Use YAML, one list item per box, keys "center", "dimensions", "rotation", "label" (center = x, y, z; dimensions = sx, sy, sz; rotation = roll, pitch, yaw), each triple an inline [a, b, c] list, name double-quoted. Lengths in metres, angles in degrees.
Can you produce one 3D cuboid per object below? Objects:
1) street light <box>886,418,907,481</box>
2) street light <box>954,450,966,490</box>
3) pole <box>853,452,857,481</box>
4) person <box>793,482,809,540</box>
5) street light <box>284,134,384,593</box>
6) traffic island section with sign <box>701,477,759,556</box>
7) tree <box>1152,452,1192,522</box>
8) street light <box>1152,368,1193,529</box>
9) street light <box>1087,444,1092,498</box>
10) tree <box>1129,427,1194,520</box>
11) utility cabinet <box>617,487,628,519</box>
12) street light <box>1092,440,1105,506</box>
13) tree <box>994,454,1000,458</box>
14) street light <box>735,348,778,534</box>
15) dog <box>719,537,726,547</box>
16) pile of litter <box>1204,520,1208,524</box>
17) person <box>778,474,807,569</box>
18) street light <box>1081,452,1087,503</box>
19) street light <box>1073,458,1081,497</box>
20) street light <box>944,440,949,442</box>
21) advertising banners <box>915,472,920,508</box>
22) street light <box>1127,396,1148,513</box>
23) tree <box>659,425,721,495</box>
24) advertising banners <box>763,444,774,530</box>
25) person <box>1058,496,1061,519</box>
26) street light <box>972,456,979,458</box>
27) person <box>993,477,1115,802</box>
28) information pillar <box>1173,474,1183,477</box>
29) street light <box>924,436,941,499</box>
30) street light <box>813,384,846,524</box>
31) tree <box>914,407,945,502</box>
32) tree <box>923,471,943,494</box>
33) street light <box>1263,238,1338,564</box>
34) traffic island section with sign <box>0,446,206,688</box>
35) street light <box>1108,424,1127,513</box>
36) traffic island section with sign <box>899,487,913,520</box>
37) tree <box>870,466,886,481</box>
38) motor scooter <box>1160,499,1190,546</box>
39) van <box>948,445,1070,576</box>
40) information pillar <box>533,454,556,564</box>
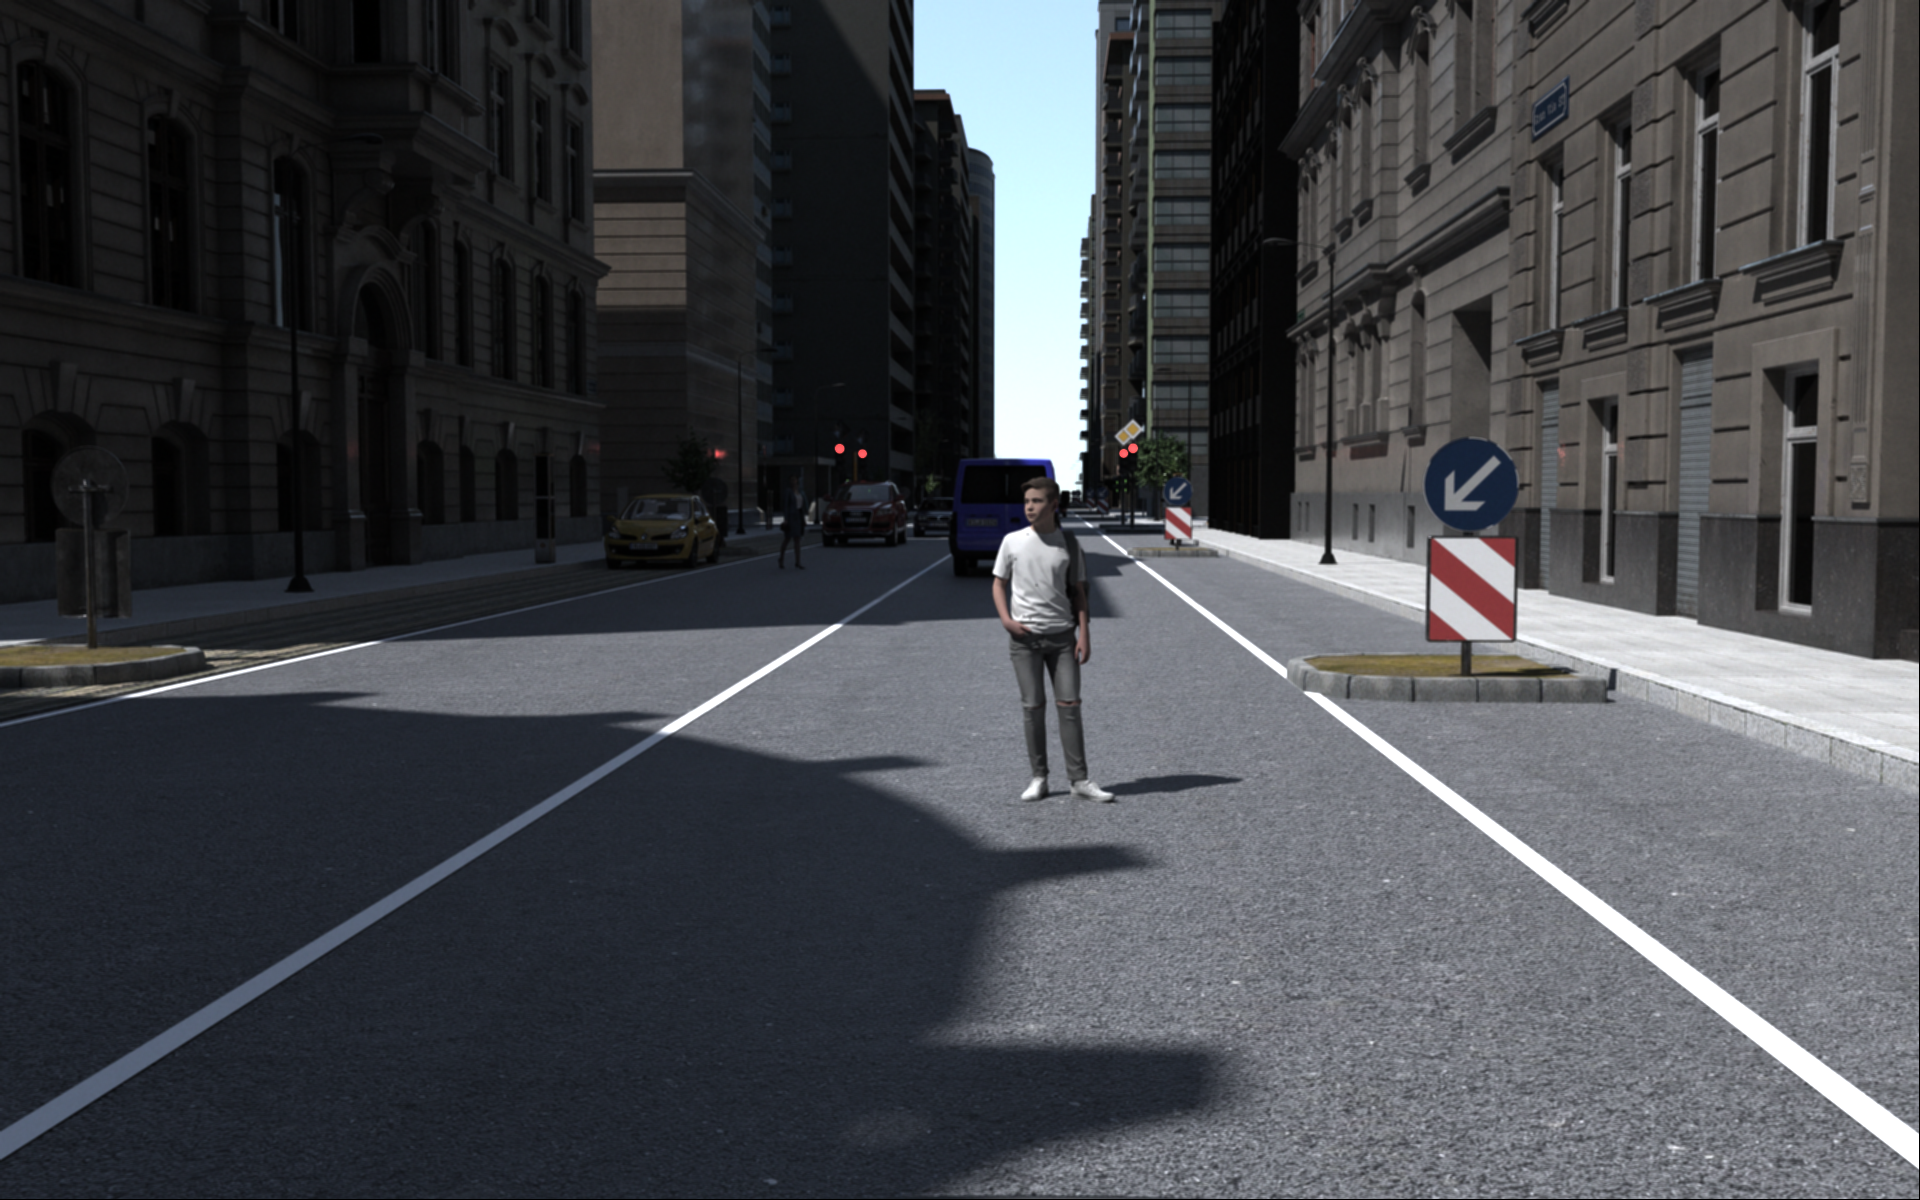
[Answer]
- center: [-3.927, -8.115, 105.220]
  dimensions: [1.470, 5.913, 1.316]
  rotation: [0, 4, 3]
  label: "street light"
- center: [-0.077, -12.796, 181.754]
  dimensions: [1.470, 5.913, 1.316]
  rotation: [0, 4, 3]
  label: "street light"
- center: [-5.034, -5.455, 83.024]
  dimensions: [0.158, 3.312, 0.155]
  rotation: [0, 3, 0]
  label: "pole"
- center: [-5.060, -2.792, 54.172]
  dimensions: [0.660, 1.820, 0.620]
  rotation: [-1, 4, -9]
  label: "person"
- center: [-8.125, -3.056, 22.509]
  dimensions: [1.470, 5.913, 1.316]
  rotation: [0, 4, 3]
  label: "street light"
- center: [-5.784, -1.953, 40.560]
  dimensions: [1.989, 1.847, 2.006]
  rotation: [0, 4, 3]
  label: "traffic island section with sign"
- center: [9.793, -5.144, 78.699]
  dimensions: [1.663, 3.219, 1.824]
  rotation: [0, 3, 0]
  label: "tree"
- center: [7.877, -5.574, 63.674]
  dimensions: [1.470, 5.913, 1.316]
  rotation: [0, 4, 3]
  label: "street light"
- center: [12.700, -11.412, 159.123]
  dimensions: [1.470, 5.913, 1.316]
  rotation: [0, 4, 3]
  label: "street light"
- center: [10.562, -6.531, 90.489]
  dimensions: [4.285, 4.588, 4.351]
  rotation: [0, 3, 0]
  label: "tree"
- center: [-9.916, -2.579, 50.842]
  dimensions: [0.318, 1.500, 1.173]
  rotation: [-1, 4, -10]
  label: "utility cabinet"
- center: [12.225, -10.708, 147.619]
  dimensions: [1.470, 5.913, 1.316]
  rotation: [0, 4, 3]
  label: "street light"
- center: [5.828, -21.874, 307.999]
  dimensions: [4.360, 8.622, 3.978]
  rotation: [0, 3, 0]
  label: "tree"
- center: [-6.481, -5.059, 55.250]
  dimensions: [1.470, 5.913, 1.316]
  rotation: [0, 4, 3]
  label: "street light"
- center: [-6.079, -1.693, 44.516]
  dimensions: [0.513, 0.831, 0.800]
  rotation: [2, 4, 34]
  label: "dog"
- center: [11.157, -3.609, 72.970]
  dimensions: [1.719, 0.858, 1.176]
  rotation: [2, 4, 25]
  label: "pile of litter"
- center: [-3.225, -1.514, 33.270]
  dimensions: [0.581, 1.822, 0.654]
  rotation: [-3, 4, -37]
  label: "person"
- center: [14.442, -13.423, 192.014]
  dimensions: [1.470, 5.913, 1.316]
  rotation: [0, 4, 3]
  label: "street light"
- center: [16.909, -16.508, 242.450]
  dimensions: [1.470, 5.913, 1.316]
  rotation: [0, 4, 3]
  label: "street light"
- center: [-1.647, -10.830, 149.611]
  dimensions: [1.470, 5.913, 1.316]
  rotation: [0, 4, 3]
  label: "street light"
- center: [-3.338, -8.532, 135.679]
  dimensions: [0.090, 3.025, 2.074]
  rotation: [-1, 4, -12]
  label: "advertising banners"
- center: [8.829, -6.713, 82.305]
  dimensions: [1.470, 5.913, 1.316]
  rotation: [0, 4, 3]
  label: "street light"
- center: [-7.608, -3.300, 48.550]
  dimensions: [1.663, 3.219, 1.824]
  rotation: [0, 3, 0]
  label: "tree"
- center: [-6.861, -4.018, 61.880]
  dimensions: [0.090, 3.025, 2.074]
  rotation: [0, 4, 3]
  label: "advertising banners"
- center: [5.532, -5.534, 99.212]
  dimensions: [0.641, 1.798, 0.478]
  rotation: [2, 4, 25]
  label: "person"
- center: [1.719, -14.760, 213.866]
  dimensions: [1.470, 5.913, 1.316]
  rotation: [0, 4, 3]
  label: "street light"
- center: [0.436, 0.182, 8.121]
  dimensions: [0.503, 1.515, 0.523]
  rotation: [-2, 4, -33]
  label: "person"
- center: [7.825, -3.534, 62.271]
  dimensions: [0.304, 2.012, 0.304]
  rotation: [0, 4, -2]
  label: "information pillar"
- center: [-2.266, -10.111, 137.857]
  dimensions: [1.470, 5.913, 1.316]
  rotation: [0, 4, 3]
  label: "street light"
- center: [-5.517, -6.154, 73.152]
  dimensions: [1.470, 5.913, 1.316]
  rotation: [0, 4, 3]
  label: "street light"
- center: [-3.320, -11.783, 143.011]
  dimensions: [4.737, 8.622, 4.395]
  rotation: [0, 3, 0]
  label: "tree"
- center: [-2.363, -9.317, 146.932]
  dimensions: [1.663, 3.219, 1.824]
  rotation: [0, 3, 0]
  label: "tree"
- center: [6.209, -3.613, 31.610]
  dimensions: [1.470, 5.913, 1.316]
  rotation: [0, 4, 3]
  label: "street light"
- center: [-7.149, -0.306, 13.639]
  dimensions: [1.989, 1.847, 2.006]
  rotation: [0, 4, 3]
  label: "traffic island section with sign"
- center: [10.518, -8.699, 114.776]
  dimensions: [1.470, 5.913, 1.316]
  rotation: [0, 4, 3]
  label: "street light"
- center: [-3.009, -5.267, 94.747]
  dimensions: [1.989, 1.847, 2.006]
  rotation: [0, 4, 3]
  label: "traffic island section with sign"
- center: [-5.040, -7.020, 109.377]
  dimensions: [1.663, 3.219, 1.824]
  rotation: [0, 3, 0]
  label: "tree"
- center: [6.004, -2.171, 48.276]
  dimensions: [0.815, 1.314, 1.986]
  rotation: [0, 4, 1]
  label: "motor scooter"
- center: [0.917, -1.693, 32.070]
  dimensions: [2.240, 2.365, 5.245]
  rotation: [0, 4, 3]
  label: "van"
- center: [-7.691, -1.687, 32.074]
  dimensions: [0.304, 2.012, 0.304]
  rotation: [0, 4, 4]
  label: "information pillar"
